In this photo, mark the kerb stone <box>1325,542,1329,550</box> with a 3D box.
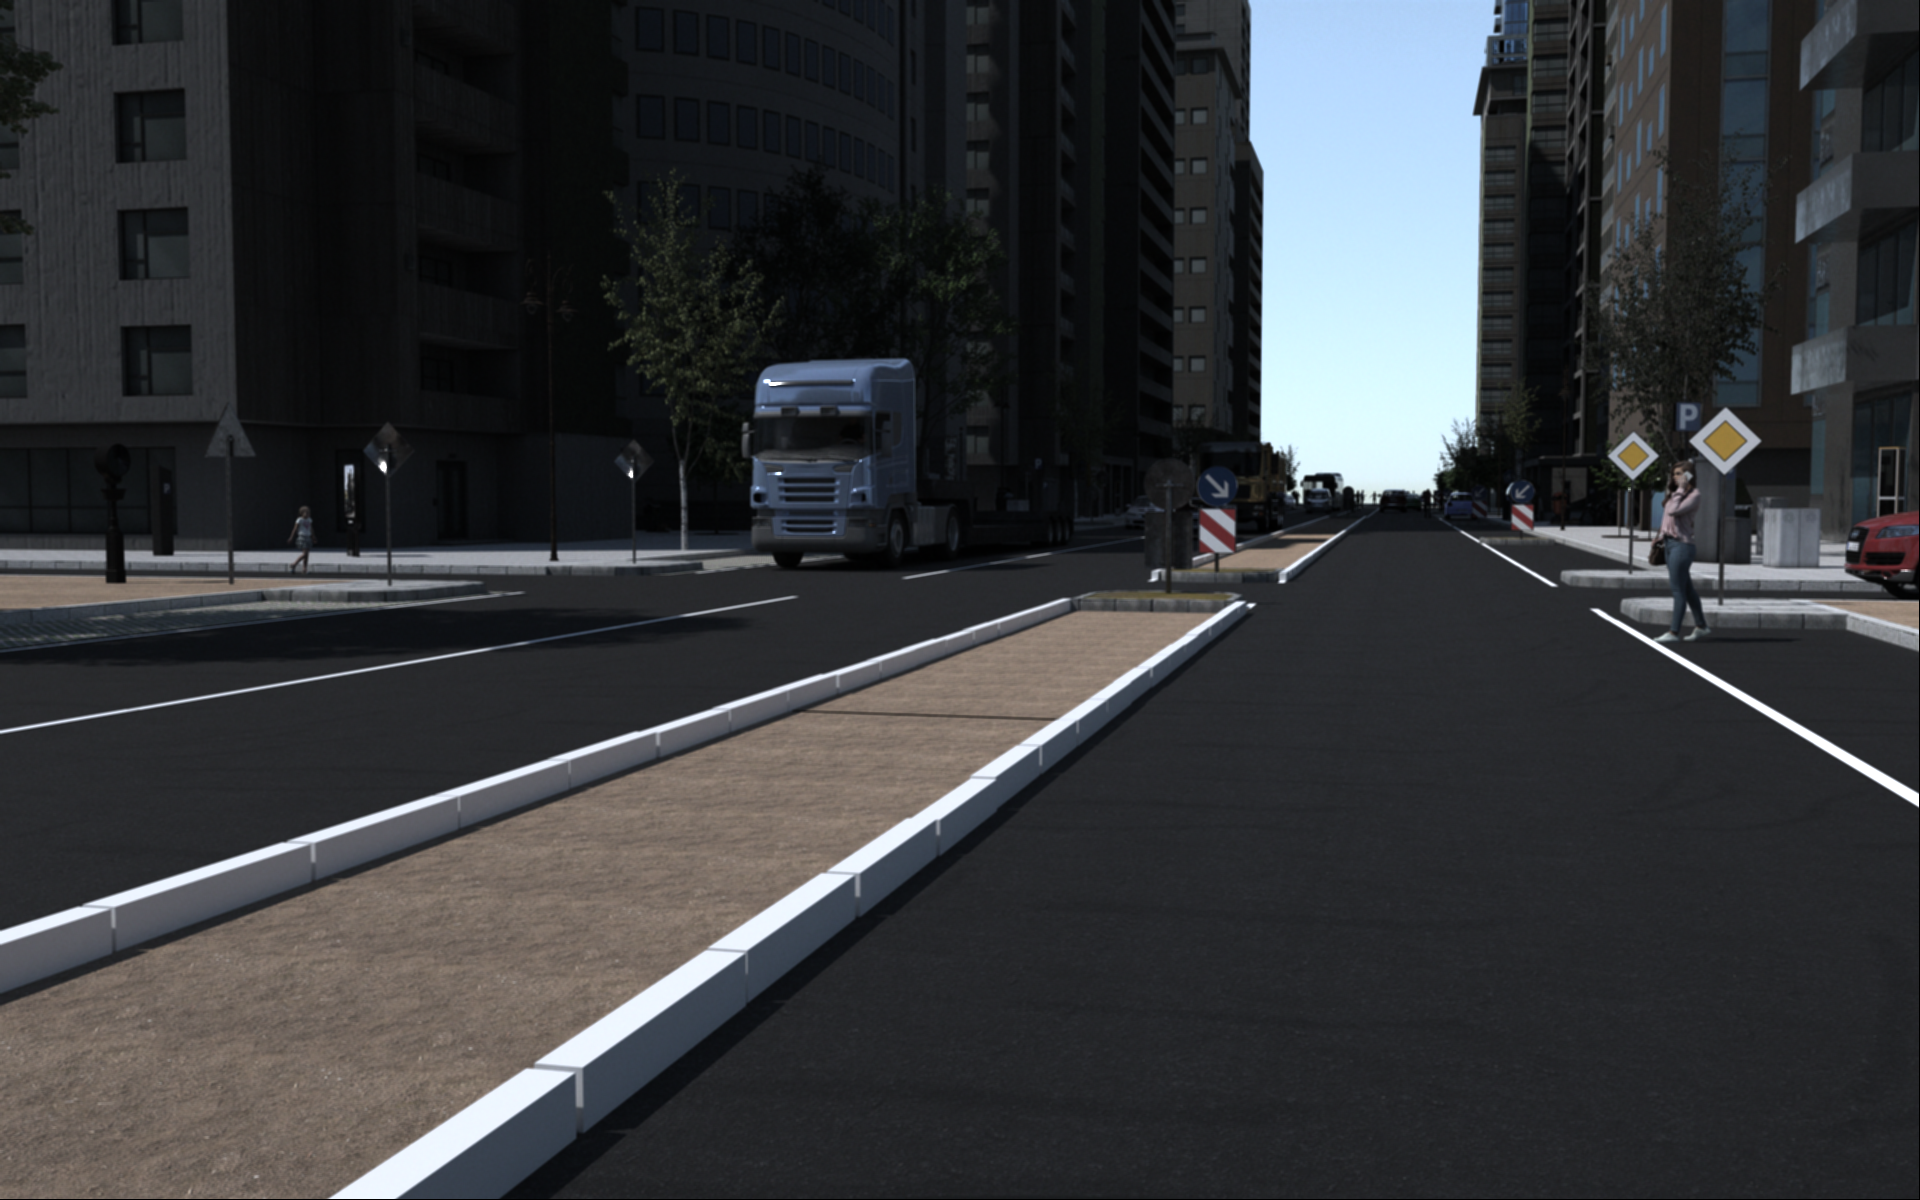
[{"bbox_3d":[9.162,-1.312,43.651,0.120,0.150,1.000,1,4,14],"label":"kerb stone"}]

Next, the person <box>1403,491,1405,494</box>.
[{"bbox_3d":[44.385,-10.044,173.277,0.990,1.755,0.434,2,4,34],"label":"person"}]

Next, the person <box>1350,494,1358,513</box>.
[{"bbox_3d":[30.344,-7.637,134.066,1.217,1.736,0.721,-2,4,-24],"label":"person"}]

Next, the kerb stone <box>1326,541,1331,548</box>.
[{"bbox_3d":[9.412,-1.373,44.645,0.120,0.150,1.000,1,4,14],"label":"kerb stone"}]

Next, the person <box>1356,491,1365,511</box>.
[{"bbox_3d":[34.160,-8.518,148.493,1.217,1.735,0.721,3,4,39],"label":"person"}]

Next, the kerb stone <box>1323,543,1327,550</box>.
[{"bbox_3d":[8.905,-1.252,42.662,0.120,0.150,1.000,1,4,14],"label":"kerb stone"}]

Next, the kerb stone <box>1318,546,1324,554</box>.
[{"bbox_3d":[8.408,-1.123,40.680,0.120,0.150,1.000,1,4,14],"label":"kerb stone"}]

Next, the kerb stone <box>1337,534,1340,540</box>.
[{"bbox_3d":[11.173,-1.796,51.598,0.120,0.150,1.000,1,4,14],"label":"kerb stone"}]

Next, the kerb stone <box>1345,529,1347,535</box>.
[{"bbox_3d":[12.940,-2.223,58.566,0.120,0.150,1.000,1,4,14],"label":"kerb stone"}]

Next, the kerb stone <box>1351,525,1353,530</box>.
[{"bbox_3d":[14.695,-2.649,65.511,0.120,0.150,1.000,1,4,14],"label":"kerb stone"}]

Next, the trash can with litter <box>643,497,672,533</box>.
[{"bbox_3d":[-10.108,-2.854,58.047,1.055,1.170,0.624,2,4,32],"label":"trash can with litter"}]

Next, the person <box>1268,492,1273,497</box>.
[{"bbox_3d":[18.848,-5.852,104.961,0.721,1.735,1.217,3,5,43],"label":"person"}]

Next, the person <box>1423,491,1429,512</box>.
[{"bbox_3d":[37.668,-7.989,139.921,0.445,1.727,0.742,1,4,17],"label":"person"}]

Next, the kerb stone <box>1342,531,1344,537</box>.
[{"bbox_3d":[12.179,-2.041,55.584,0.120,0.150,1.000,1,4,14],"label":"kerb stone"}]

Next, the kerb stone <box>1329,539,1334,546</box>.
[{"bbox_3d":[9.916,-1.494,46.628,0.120,0.150,1.000,1,4,14],"label":"kerb stone"}]

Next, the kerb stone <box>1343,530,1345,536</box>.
[{"bbox_3d":[12.432,-2.103,56.575,0.120,0.150,1.000,1,4,14],"label":"kerb stone"}]

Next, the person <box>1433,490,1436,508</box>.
[{"bbox_3d":[47.667,-10.109,173.798,0.705,1.823,1.348,1,4,14],"label":"person"}]

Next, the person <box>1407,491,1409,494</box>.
[{"bbox_3d":[47.902,-10.733,184.770,0.721,1.735,1.217,2,4,29],"label":"person"}]

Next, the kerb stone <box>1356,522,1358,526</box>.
[{"bbox_3d":[16.697,-3.136,73.473,0.120,0.150,1.000,1,4,14],"label":"kerb stone"}]

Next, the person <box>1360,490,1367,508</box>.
[{"bbox_3d":[41.228,-10.313,176.988,0.599,1.838,0.709,-1,4,-11],"label":"person"}]

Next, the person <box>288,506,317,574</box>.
[{"bbox_3d":[-11.768,-1.073,31.052,0.382,1.210,0.505,1,4,19],"label":"person"}]

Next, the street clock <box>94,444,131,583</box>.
[{"bbox_3d":[-12.175,-1.245,24.923,0.358,2.002,0.471,1,4,15],"label":"street clock"}]

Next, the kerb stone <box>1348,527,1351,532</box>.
[{"bbox_3d":[13.942,-2.463,62.539,0.120,0.150,1.000,1,4,14],"label":"kerb stone"}]

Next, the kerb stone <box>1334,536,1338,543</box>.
[{"bbox_3d":[10.670,-1.677,49.617,0.120,0.150,1.000,1,4,14],"label":"kerb stone"}]

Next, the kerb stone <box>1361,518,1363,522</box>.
[{"bbox_3d":[19.471,-3.803,84.411,0.120,0.150,1.000,1,4,14],"label":"kerb stone"}]

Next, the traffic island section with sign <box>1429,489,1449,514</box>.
[{"bbox_3d":[34.988,-7.104,124.785,1.989,1.847,2.006,1,4,14],"label":"traffic island section with sign"}]

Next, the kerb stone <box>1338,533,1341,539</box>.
[{"bbox_3d":[11.421,-1.859,52.590,0.120,0.150,1.000,1,4,14],"label":"kerb stone"}]

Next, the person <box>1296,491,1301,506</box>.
[{"bbox_3d":[42.072,-12.693,216.112,1.350,1.814,0.705,-2,4,-33],"label":"person"}]

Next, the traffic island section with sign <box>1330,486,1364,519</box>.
[{"bbox_3d":[22.790,-5.729,101.810,2.006,1.907,1.989,1,4,14],"label":"traffic island section with sign"}]

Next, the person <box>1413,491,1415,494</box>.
[{"bbox_3d":[43.887,-9.687,167.402,1.217,1.766,0.721,3,5,44],"label":"person"}]

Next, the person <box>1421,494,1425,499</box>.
[{"bbox_3d":[60.150,-13.156,223.685,1.350,1.814,0.705,2,4,33],"label":"person"}]

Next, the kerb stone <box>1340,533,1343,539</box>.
[{"bbox_3d":[11.682,-1.920,53.585,0.120,0.150,1.000,1,4,14],"label":"kerb stone"}]

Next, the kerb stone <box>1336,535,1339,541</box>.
[{"bbox_3d":[10.919,-1.735,50.608,0.120,0.150,1.000,1,4,14],"label":"kerb stone"}]

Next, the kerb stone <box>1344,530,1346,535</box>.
[{"bbox_3d":[12.683,-2.162,57.566,0.120,0.150,1.000,1,4,14],"label":"kerb stone"}]

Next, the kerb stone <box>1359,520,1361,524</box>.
[{"bbox_3d":[17.966,-3.437,78.461,0.120,0.150,1.000,1,4,14],"label":"kerb stone"}]

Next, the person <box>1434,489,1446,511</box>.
[{"bbox_3d":[39.992,-8.286,143.912,0.705,1.831,1.348,-2,4,-33],"label":"person"}]

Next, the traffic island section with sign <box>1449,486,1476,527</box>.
[{"bbox_3d":[22.674,-4.127,76.112,1.989,1.847,2.006,1,4,14],"label":"traffic island section with sign"}]

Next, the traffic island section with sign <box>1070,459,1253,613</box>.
[{"bbox_3d":[2.542,-0.834,21.777,2.006,1.907,1.989,1,4,14],"label":"traffic island section with sign"}]

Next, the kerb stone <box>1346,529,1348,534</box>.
[{"bbox_3d":[13.185,-2.280,59.560,0.120,0.150,1.000,1,4,14],"label":"kerb stone"}]

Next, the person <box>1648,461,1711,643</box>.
[{"bbox_3d":[7.026,-0.470,16.776,0.643,1.750,0.593,0,4,1],"label":"person"}]

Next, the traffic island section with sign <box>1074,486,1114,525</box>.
[{"bbox_3d":[6.043,-4.340,79.591,1.989,1.847,2.006,1,4,14],"label":"traffic island section with sign"}]

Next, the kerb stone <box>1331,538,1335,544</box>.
[{"bbox_3d":[10.164,-1.555,47.625,0.120,0.150,1.000,1,4,14],"label":"kerb stone"}]

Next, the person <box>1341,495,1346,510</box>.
[{"bbox_3d":[33.756,-8.857,153.834,1.217,1.766,0.721,0,4,6],"label":"person"}]

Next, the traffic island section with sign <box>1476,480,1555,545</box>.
[{"bbox_3d":[16.057,-2.529,49.979,1.989,1.847,2.006,1,4,14],"label":"traffic island section with sign"}]

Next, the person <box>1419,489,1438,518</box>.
[{"bbox_3d":[28.201,-5.819,104.365,1.217,1.743,0.721,1,4,14],"label":"person"}]

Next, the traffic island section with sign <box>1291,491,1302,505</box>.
[{"bbox_3d":[45.317,-13.835,234.822,1.989,1.847,2.006,1,4,14],"label":"traffic island section with sign"}]

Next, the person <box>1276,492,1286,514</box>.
[{"bbox_3d":[22.902,-7.037,123.430,0.709,1.838,0.599,2,4,26],"label":"person"}]

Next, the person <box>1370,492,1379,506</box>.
[{"bbox_3d":[50.082,-12.241,209.349,1.217,1.736,0.721,0,4,-2],"label":"person"}]

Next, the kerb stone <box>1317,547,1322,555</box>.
[{"bbox_3d":[8.162,-1.069,39.688,0.120,0.150,1.000,1,4,14],"label":"kerb stone"}]

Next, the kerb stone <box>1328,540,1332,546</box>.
[{"bbox_3d":[9.659,-1.434,45.636,0.120,0.150,1.000,1,4,14],"label":"kerb stone"}]

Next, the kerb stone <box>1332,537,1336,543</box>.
[{"bbox_3d":[10.419,-1.616,48.623,0.120,0.150,1.000,1,4,14],"label":"kerb stone"}]

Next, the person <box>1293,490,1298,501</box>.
[{"bbox_3d":[34.048,-10.263,176.311,0.705,1.822,1.348,3,5,45],"label":"person"}]

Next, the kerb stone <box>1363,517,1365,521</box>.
[{"bbox_3d":[20.239,-3.988,87.398,0.120,0.150,1.000,1,4,14],"label":"kerb stone"}]

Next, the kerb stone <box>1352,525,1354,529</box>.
[{"bbox_3d":[14.947,-2.710,66.510,0.120,0.150,1.000,1,4,14],"label":"kerb stone"}]

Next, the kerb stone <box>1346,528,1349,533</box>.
[{"bbox_3d":[13.436,-2.346,60.558,0.120,0.150,1.000,1,4,14],"label":"kerb stone"}]

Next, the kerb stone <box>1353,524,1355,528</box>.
[{"bbox_3d":[15.451,-2.831,68.509,0.120,0.150,1.000,1,4,14],"label":"kerb stone"}]

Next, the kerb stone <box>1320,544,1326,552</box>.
[{"bbox_3d":[8.658,-1.191,41.670,0.120,0.150,1.000,1,4,14],"label":"kerb stone"}]

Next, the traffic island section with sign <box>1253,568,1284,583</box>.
[{"bbox_3d":[4.368,-1.273,28.956,2.006,1.907,1.989,1,4,14],"label":"traffic island section with sign"}]

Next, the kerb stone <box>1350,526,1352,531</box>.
[{"bbox_3d":[14.447,-2.587,64.519,0.120,0.150,1.000,1,4,14],"label":"kerb stone"}]
